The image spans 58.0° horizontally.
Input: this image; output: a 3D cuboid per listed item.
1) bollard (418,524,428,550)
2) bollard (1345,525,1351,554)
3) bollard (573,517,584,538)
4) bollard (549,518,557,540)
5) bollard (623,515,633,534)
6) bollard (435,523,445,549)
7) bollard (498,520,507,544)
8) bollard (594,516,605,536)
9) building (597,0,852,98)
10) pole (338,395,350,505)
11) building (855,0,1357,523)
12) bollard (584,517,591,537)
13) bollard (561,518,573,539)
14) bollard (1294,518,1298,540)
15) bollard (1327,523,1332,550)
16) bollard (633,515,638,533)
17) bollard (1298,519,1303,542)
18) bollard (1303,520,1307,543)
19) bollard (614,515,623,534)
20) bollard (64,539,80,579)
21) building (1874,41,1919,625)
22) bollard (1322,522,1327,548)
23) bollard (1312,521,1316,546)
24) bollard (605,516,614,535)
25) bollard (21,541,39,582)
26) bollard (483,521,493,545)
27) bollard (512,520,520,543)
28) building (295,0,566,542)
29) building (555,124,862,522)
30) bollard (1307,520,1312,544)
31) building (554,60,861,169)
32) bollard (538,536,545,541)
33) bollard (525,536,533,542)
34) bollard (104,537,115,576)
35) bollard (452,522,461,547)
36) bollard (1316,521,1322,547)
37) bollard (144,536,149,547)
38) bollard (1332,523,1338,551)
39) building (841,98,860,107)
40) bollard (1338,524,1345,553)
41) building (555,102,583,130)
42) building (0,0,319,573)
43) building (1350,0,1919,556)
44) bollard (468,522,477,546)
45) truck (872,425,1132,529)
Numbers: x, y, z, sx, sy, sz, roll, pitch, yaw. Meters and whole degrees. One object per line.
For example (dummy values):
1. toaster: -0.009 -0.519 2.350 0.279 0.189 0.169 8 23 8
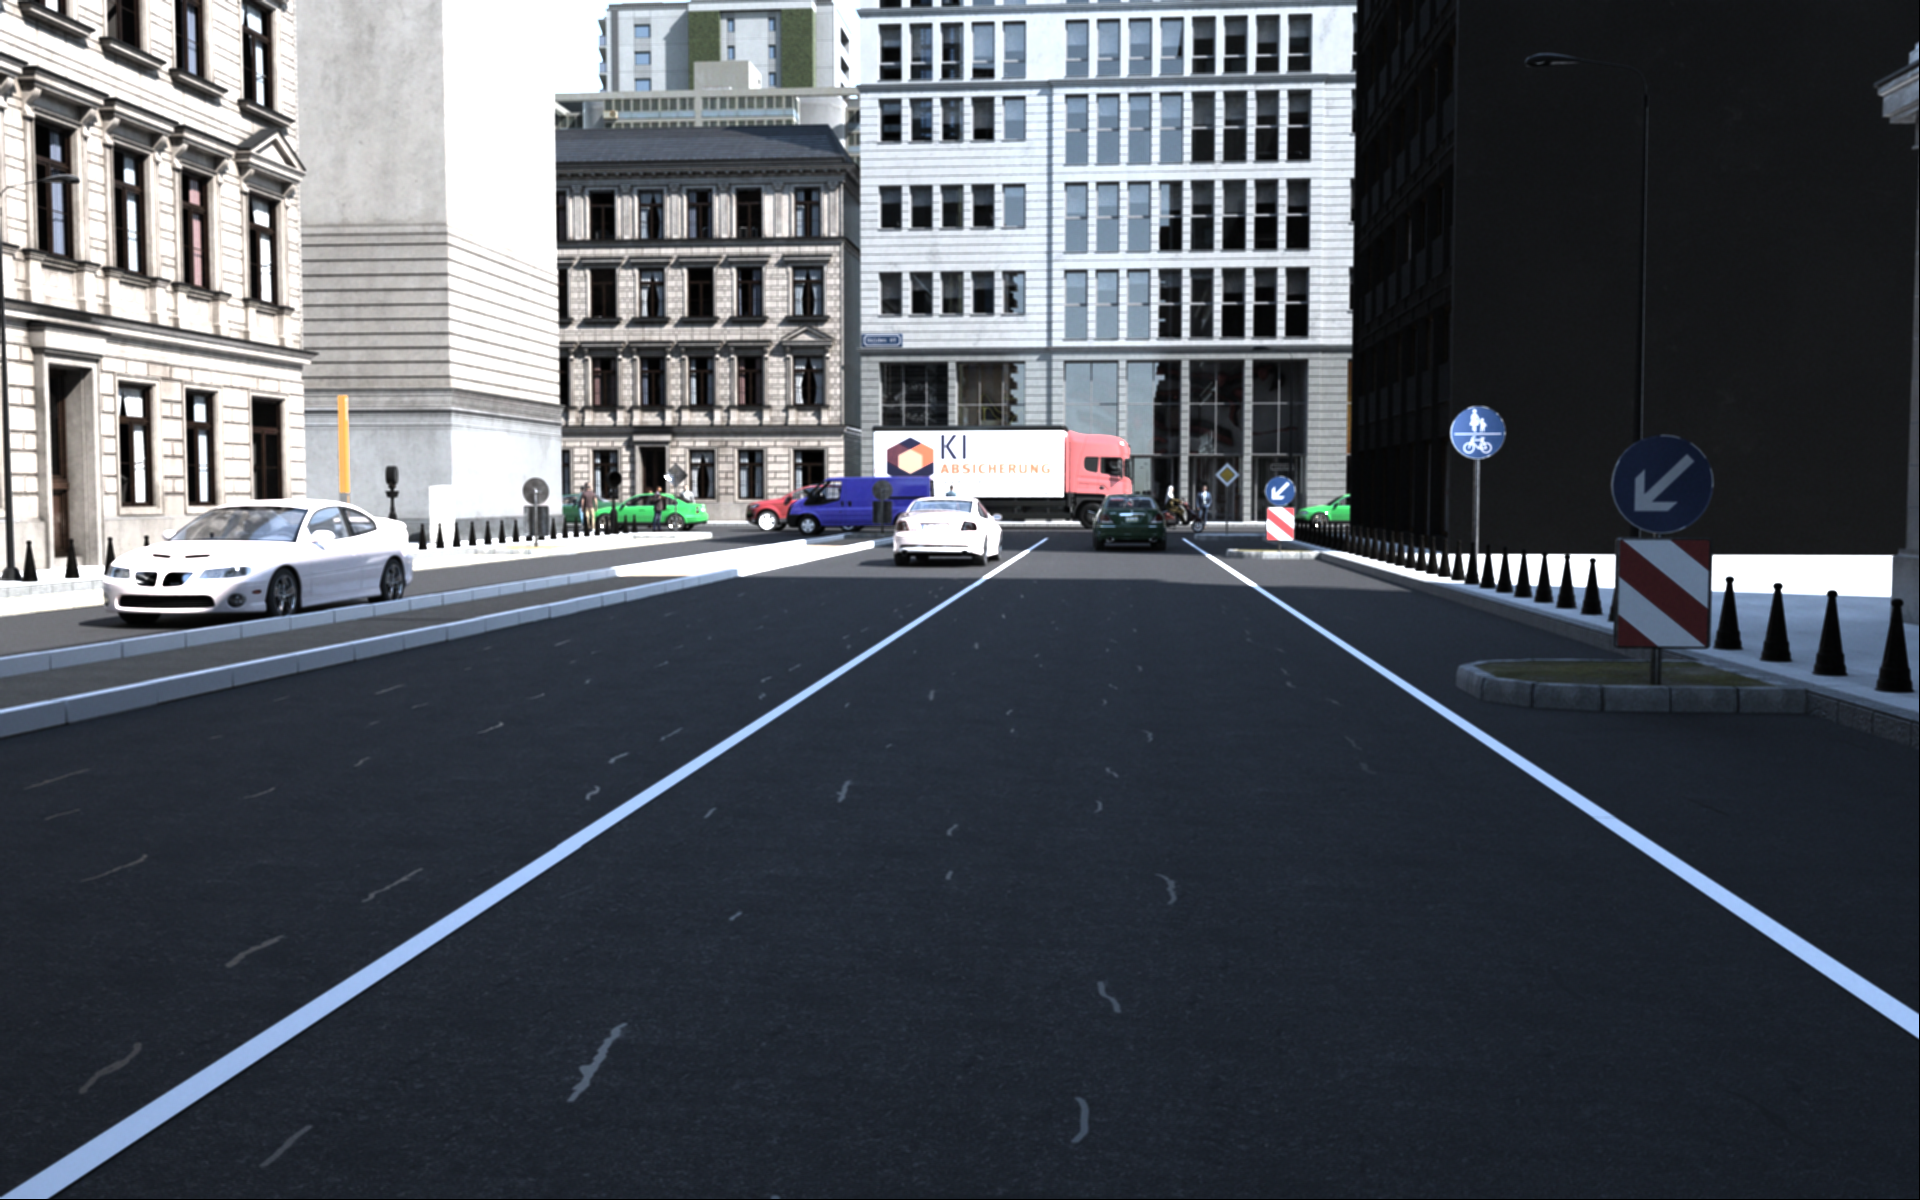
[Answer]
1. bollard: -12.312 -1.445 39.674 0.229 0.601 0.229 0 3 0
2. bollard: 8.411 -1.283 37.026 0.229 0.601 0.229 0 3 0
3. bollard: -11.295 -2.136 50.967 0.229 0.601 0.229 0 3 0
4. bollard: -11.482 -2.010 48.905 0.229 0.601 0.229 0 3 0
5. bollard: -10.832 -2.450 56.101 0.229 0.601 0.229 0 3 0
6. bollard: -12.218 -1.508 40.698 0.229 0.601 0.229 0 3 0
7. bollard: -11.848 -1.759 44.804 0.229 0.601 0.229 0 3 0
8. bollard: -11.108 -2.262 53.018 0.229 0.601 0.229 0 3 0
9. building: -27.359 -40.547 204.950 28.212 58.520 21.231 0 4 5
10. pole: -12.736 -2.568 35.831 0.158 3.312 0.155 0 3 0
11. building: 10.611 -18.671 82.771 29.804 29.767 11.434 0 4 5
12. bollard: -11.204 -2.199 51.996 0.229 0.601 0.229 0 3 0
13. bollard: -11.386 -2.073 49.942 0.229 0.601 0.229 0 3 0
14. bollard: 9.337 -1.913 47.320 0.229 0.601 0.229 0 3 0
15. bollard: 8.687 -1.471 40.093 0.229 0.601 0.229 0 3 0
16. bollard: -10.740 -2.513 57.130 0.229 0.601 0.229 0 3 0
17. bollard: 9.244 -1.850 46.286 0.229 0.601 0.229 0 3 0
18. bollard: 9.152 -1.787 45.259 0.229 0.601 0.229 0 3 0
19. bollard: -10.929 -2.387 55.067 0.229 0.601 0.229 0 3 0
20. bollard: -13.507 -0.630 26.334 0.229 0.601 0.229 0 3 0
21. building: 13.710 -10.046 15.163 10.553 20.767 40.483 0 4 5
22. bollard: 8.780 -1.535 41.136 0.229 0.601 0.229 0 3 0
23. bollard: 8.963 -1.661 43.194 0.229 0.601 0.229 0 3 0
24. bollard: -11.017 -2.324 54.041 0.229 0.601 0.229 0 3 0
25. bollard: -13.598 -0.567 25.311 0.229 0.601 0.229 0 3 0
26. bollard: -11.937 -1.697 43.781 0.229 0.601 0.229 0 3 0
27. bollard: -11.755 -1.822 45.836 0.229 0.601 0.229 0 3 0
28. building: -22.026 -12.362 51.273 18.267 20.994 9.793 0 4 5
29. building: -13.886 -13.468 84.837 19.286 19.102 10.561 0 4 5
30. bollard: 9.058 -1.724 44.225 0.229 0.601 0.229 0 3 0
31. building: -19.491 -28.610 159.648 32.217 40.220 23.993 0 4 5
32. bollard: -11.575 -1.947 47.882 0.229 0.601 0.229 0 3 0
33. bollard: -11.660 -1.885 46.859 0.229 0.601 0.229 0 3 0
34. bollard: -13.417 -0.692 27.357 0.229 0.601 0.229 0 3 0
35. bollard: -12.130 -1.571 41.721 0.229 0.601 0.229 0 3 0
36. bollard: 8.871 -1.598 42.171 0.229 0.601 0.229 0 3 0
37. bollard: -13.322 -0.755 28.379 0.229 0.601 0.229 0 3 0
38. bollard: 8.593 -1.409 39.071 0.229 0.601 0.229 0 3 0
39. building: -7.313 -33.153 192.163 14.600 45.320 14.200 0 4 5
40. bollard: 8.501 -1.346 38.048 0.229 0.601 0.229 0 3 0
41. building: -53.050 -35.733 207.929 21.600 48.544 21.300 0 4 5
42. building: -20.077 -10.113 29.980 10.561 19.102 19.286 0 4 5
43. building: 17.272 -13.081 43.559 12.332 23.373 15.834 0 4 5
44. bollard: -12.035 -1.633 42.743 0.229 0.601 0.229 0 3 0
45. truck: 2.121 -5.066 71.737 11.283 4.237 2.839 0 4 7
